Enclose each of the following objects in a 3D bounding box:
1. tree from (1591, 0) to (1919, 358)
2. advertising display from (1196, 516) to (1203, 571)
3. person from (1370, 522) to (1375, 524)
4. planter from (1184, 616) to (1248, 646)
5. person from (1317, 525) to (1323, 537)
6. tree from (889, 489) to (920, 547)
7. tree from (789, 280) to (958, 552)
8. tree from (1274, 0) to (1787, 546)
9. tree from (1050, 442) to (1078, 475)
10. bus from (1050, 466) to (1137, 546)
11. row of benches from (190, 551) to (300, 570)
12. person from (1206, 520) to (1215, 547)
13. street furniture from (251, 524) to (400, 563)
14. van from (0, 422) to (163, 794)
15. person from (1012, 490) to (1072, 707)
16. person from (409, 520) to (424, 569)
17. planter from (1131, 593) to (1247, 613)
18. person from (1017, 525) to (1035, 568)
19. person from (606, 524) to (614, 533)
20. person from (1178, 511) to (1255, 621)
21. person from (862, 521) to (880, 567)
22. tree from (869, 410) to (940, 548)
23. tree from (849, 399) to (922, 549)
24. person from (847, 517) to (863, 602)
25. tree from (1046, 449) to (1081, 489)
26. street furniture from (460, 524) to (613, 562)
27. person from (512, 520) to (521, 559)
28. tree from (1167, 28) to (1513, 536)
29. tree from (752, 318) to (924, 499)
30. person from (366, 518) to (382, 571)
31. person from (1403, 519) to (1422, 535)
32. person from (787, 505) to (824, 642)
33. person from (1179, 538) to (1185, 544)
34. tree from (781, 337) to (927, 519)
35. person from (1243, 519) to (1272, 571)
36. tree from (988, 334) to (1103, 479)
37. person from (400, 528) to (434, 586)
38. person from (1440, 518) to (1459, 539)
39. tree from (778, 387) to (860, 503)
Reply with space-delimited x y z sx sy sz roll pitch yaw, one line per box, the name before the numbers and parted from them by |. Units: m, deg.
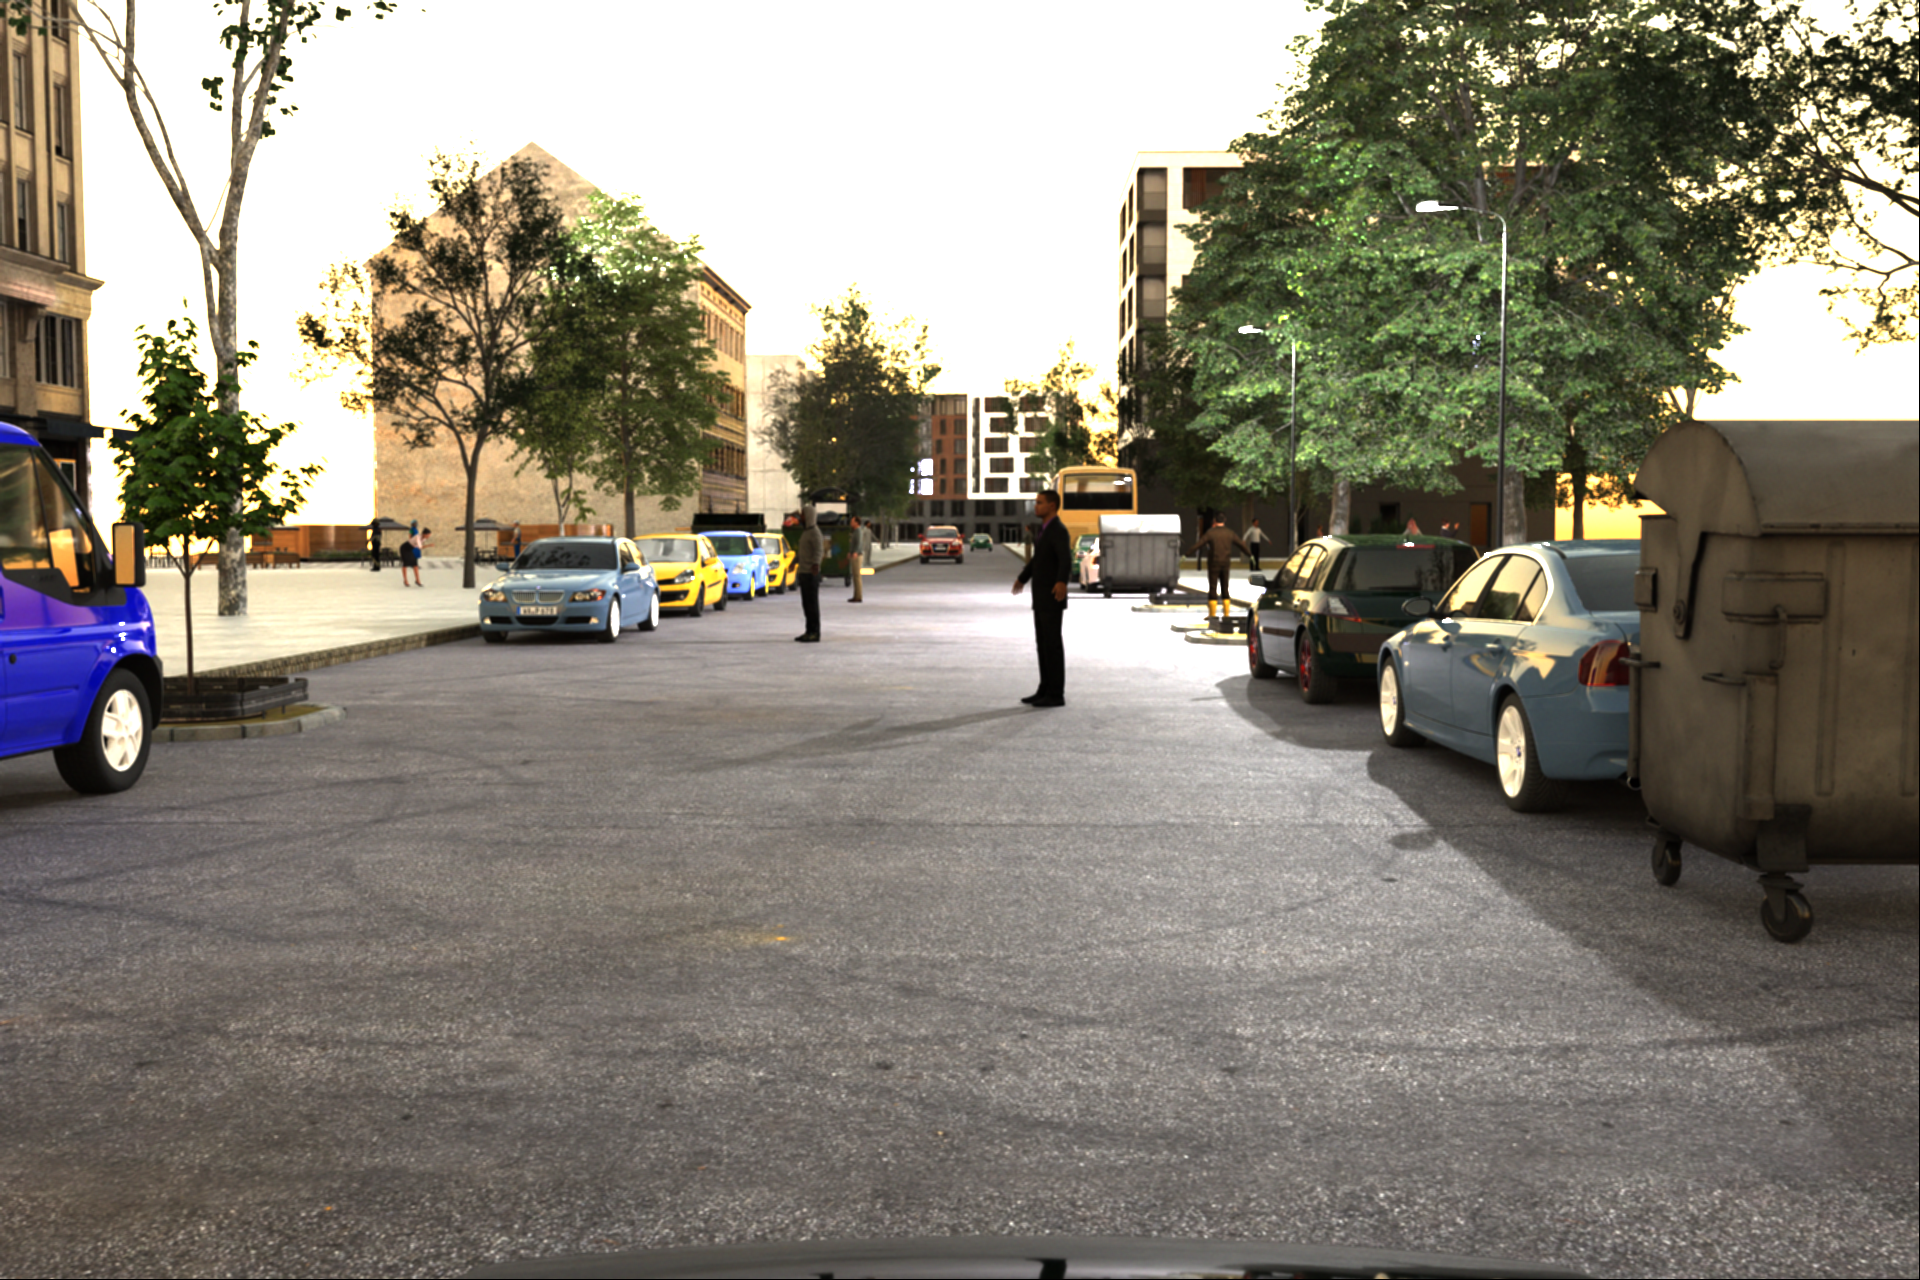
tree | 10.025 -5.022 16.516 8.767 10.594 7.601 3 4 38
advertising display | 8.411 -3.407 60.912 0.123 1.923 0.974 0 4 1
person | 17.308 -4.061 72.340 0.705 1.837 1.347 0 4 5
planter | 4.038 -0.124 23.166 1.991 0.319 1.994 0 4 1
person | 17.339 -4.663 83.047 0.721 1.733 1.217 0 4 1
tree | -6.344 -13.356 168.732 4.360 8.622 3.978 0 3 0
tree | -6.545 -16.609 127.447 12.611 20.169 13.585 0 3 0
tree | 10.261 -7.672 32.088 9.857 13.997 8.962 0 3 0
tree | 8.724 -11.048 130.999 4.737 8.622 4.395 0 3 0
bus | 4.540 -4.270 61.356 2.896 3.916 12.252 0 4 1
row of benches | -26.273 -2.939 63.514 1.422 0.672 4.104 3 4 39
person | 8.940 -3.273 60.081 0.750 1.759 0.617 -1 4 -8
street furniture | -29.623 -4.582 81.768 9.812 1.723 11.010 1 4 14
van | -5.594 -0.213 7.862 2.240 2.365 5.245 0 4 0
person | 0.718 -0.357 14.511 0.704 1.802 1.346 -1 4 -14
person | -20.160 -3.547 64.126 0.704 1.817 1.347 0 4 1
planter | 4.227 -0.688 32.390 1.991 0.319 1.994 0 4 1
person | 2.840 -3.912 72.690 0.705 1.796 1.348 2 4 32
person | -19.278 -5.448 94.859 0.705 1.856 1.354 1 4 11
person | 4.254 -1.219 28.523 1.346 1.812 0.704 -1 4 -12
person | -3.629 -3.807 68.433 0.705 1.806 1.347 2 4 30
tree | -6.607 -15.233 159.429 12.009 13.543 11.850 0 3 0
tree | -6.668 -13.822 144.110 7.486 12.596 7.792 0 3 0
person | -2.209 -1.698 36.490 0.705 1.796 1.348 -1 4 -9
tree | 8.583 -11.906 145.027 4.360 8.622 3.978 0 3 0
street furniture | -17.919 -4.610 82.227 9.812 1.723 11.010 1 4 8
person | -17.649 -3.856 68.895 0.705 1.847 1.347 0 4 -8
tree | 10.110 -8.489 45.449 9.857 13.997 8.962 0 3 0
tree | -7.063 -11.493 98.279 12.009 13.543 11.850 0 3 0
person | -20.248 -3.306 59.914 0.704 1.845 1.351 -2 4 -34
person | 15.583 -3.284 59.840 1.347 1.811 0.704 -2 4 -28
person | -2.026 -0.885 23.048 0.705 1.813 1.348 -1 4 -20
person | 11.400 -5.043 91.717 0.991 1.433 0.599 1 4 9
tree | -7.015 -12.600 112.667 9.857 13.997 8.962 0 3 0
person | 10.247 -3.296 60.043 1.344 1.810 0.704 -2 4 -34
tree | 8.974 -19.005 166.628 12.611 20.169 13.585 0 3 0
person | -13.305 -2.032 42.447 0.799 1.438 0.628 -1 4 -21
person | 13.739 -2.549 48.517 0.445 1.727 0.742 -3 4 -37
tree | -7.244 -8.359 87.030 4.360 8.622 3.978 0 3 0
